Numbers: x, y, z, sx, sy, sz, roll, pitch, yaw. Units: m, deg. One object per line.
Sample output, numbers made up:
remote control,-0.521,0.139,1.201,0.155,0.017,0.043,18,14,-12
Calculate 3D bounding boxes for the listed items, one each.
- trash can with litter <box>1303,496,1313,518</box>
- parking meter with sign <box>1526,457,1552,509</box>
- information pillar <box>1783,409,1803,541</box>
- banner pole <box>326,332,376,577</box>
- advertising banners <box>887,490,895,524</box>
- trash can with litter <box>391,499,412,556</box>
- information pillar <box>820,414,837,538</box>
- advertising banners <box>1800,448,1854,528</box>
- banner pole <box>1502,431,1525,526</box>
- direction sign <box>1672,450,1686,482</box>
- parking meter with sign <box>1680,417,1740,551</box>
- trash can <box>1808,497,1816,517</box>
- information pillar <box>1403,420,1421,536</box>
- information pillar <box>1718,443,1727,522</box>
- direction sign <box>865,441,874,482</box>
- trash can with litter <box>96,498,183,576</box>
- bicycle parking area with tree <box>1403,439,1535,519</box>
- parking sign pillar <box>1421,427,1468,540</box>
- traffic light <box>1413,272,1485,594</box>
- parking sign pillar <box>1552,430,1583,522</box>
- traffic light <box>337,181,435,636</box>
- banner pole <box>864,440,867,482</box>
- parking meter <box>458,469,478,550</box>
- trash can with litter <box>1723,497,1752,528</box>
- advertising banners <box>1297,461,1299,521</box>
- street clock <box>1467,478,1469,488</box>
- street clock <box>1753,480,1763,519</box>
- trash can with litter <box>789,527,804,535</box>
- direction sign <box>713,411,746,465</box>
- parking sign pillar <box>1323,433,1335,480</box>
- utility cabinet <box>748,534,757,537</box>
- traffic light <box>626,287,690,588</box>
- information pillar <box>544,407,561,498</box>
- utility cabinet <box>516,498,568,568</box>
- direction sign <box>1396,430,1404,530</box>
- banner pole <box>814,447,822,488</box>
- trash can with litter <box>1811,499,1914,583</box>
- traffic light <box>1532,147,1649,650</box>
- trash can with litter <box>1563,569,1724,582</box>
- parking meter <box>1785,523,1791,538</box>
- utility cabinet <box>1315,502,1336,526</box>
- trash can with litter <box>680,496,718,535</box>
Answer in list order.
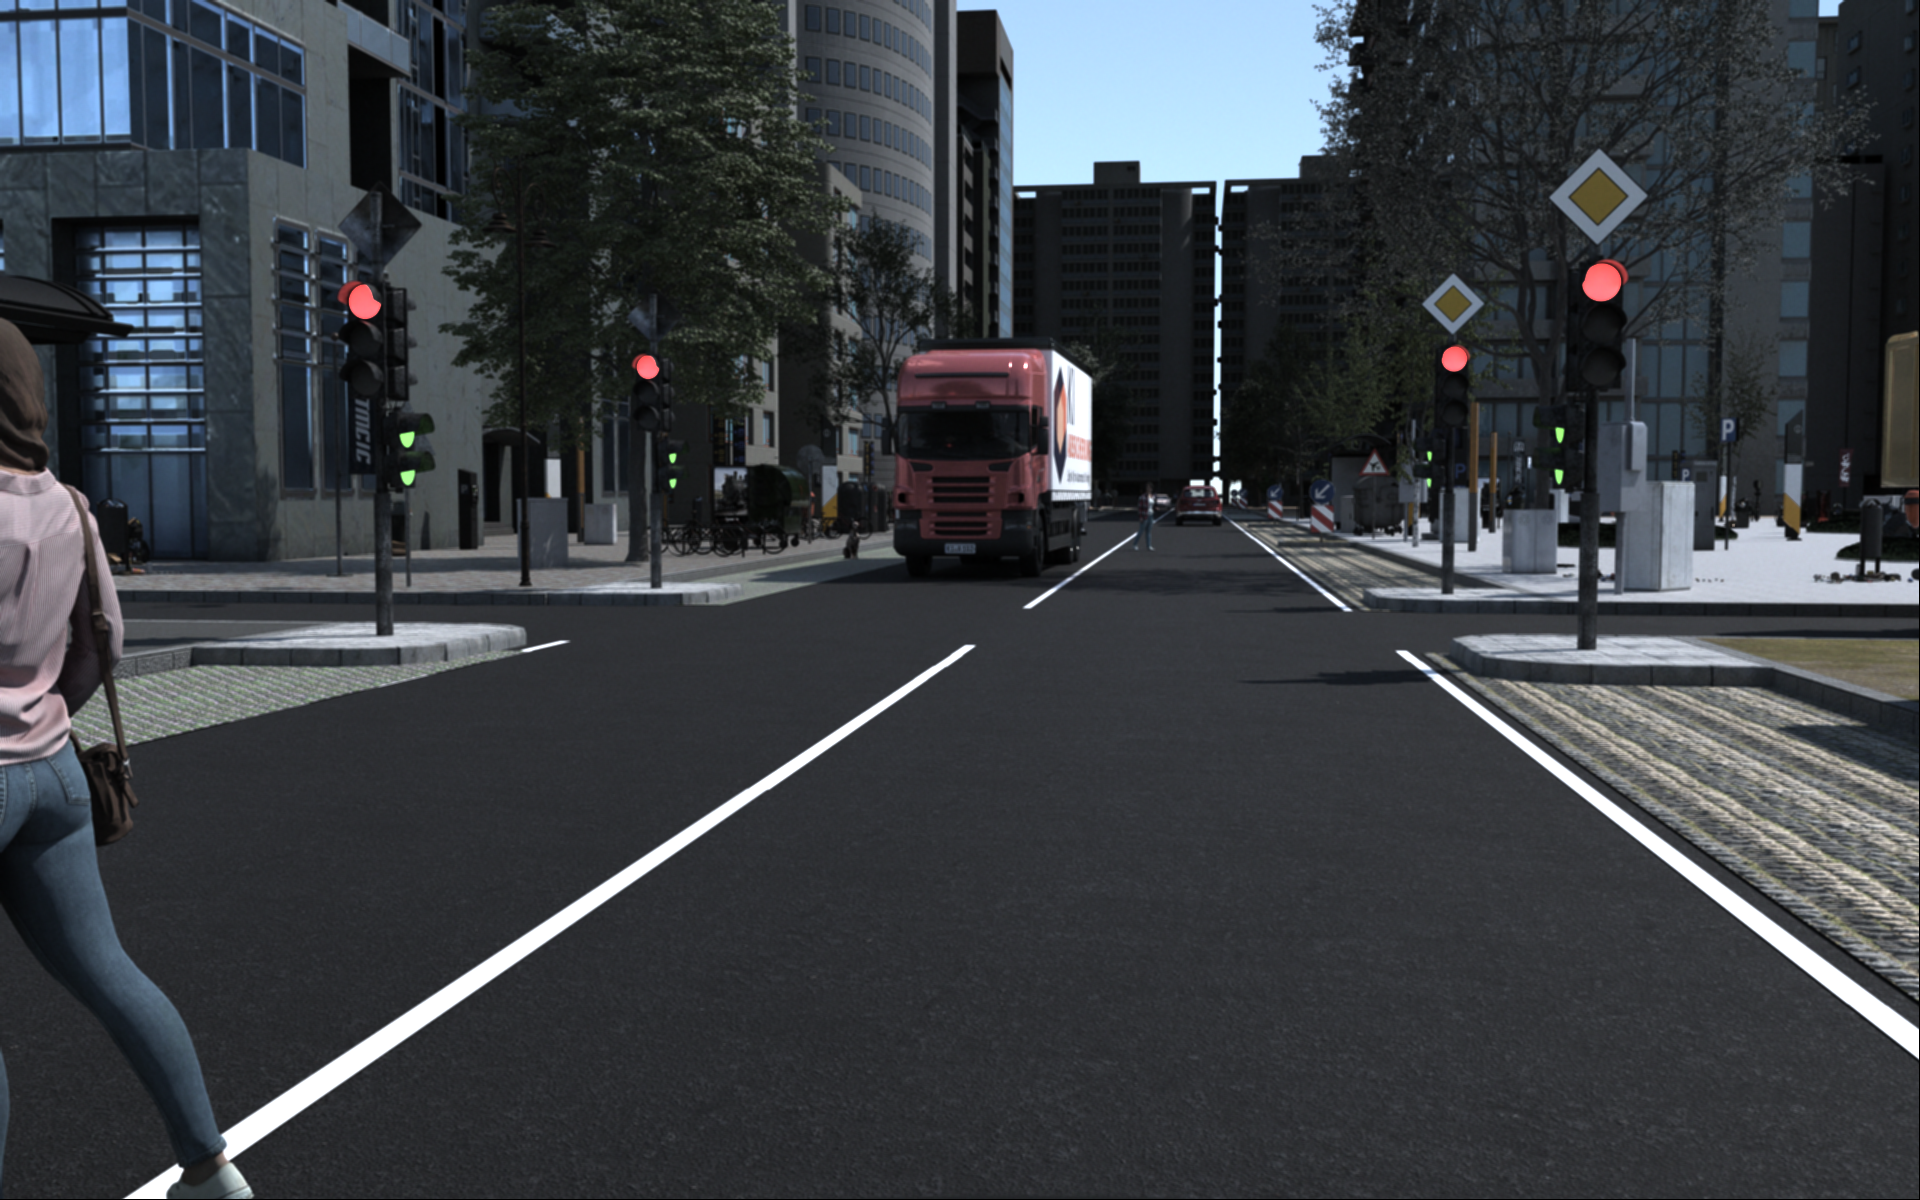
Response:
trash can with litter,18.999,-5.061,94.135,1.055,1.170,0.624,-3,5,-41
parking meter with sign,27.241,-5.154,80.523,1.738,3.016,0.543,2,4,35
information pillar,22.957,-3.447,47.715,0.504,3.616,0.183,-1,4,-9
banner pole,-9.461,-2.261,26.991,0.863,3.779,0.401,-1,4,-13
advertising banners,-2.901,-4.853,75.530,0.090,3.025,2.074,1,4,11
trash can with litter,-11.633,-1.507,36.025,0.624,1.170,1.055,-2,4,-26
information pillar,-3.833,-3.624,50.609,0.504,3.616,0.183,-2,4,-33
advertising banners,32.931,-4.276,66.092,2.074,3.025,0.090,1,4,20
banner pole,22.201,-4.852,69.349,0.863,3.779,0.401,0,4,3
direction sign,37.296,-5.991,89.947,0.876,3.537,0.379,-2,4,-23
parking meter with sign,16.775,-2.640,39.420,1.738,3.016,0.543,-1,4,-14
trash can,40.659,-4.340,82.605,0.748,1.137,0.748,0,3,0
information pillar,13.814,-3.761,52.848,0.183,3.616,0.504,-3,4,-36
information pillar,35.205,-5.415,79.891,0.504,3.616,0.183,-3,5,-41
direction sign,-3.873,-5.022,74.103,0.379,3.537,0.876,1,4,22
trash can with litter,-13.806,-1.019,27.717,2.233,1.210,1.678,1,4,14
bicycle parking area with tree,26.740,-6.336,90.592,8.231,4.147,9.016,2,4,27
parking sign pillar,13.641,-3.660,48.312,1.447,3.967,1.447,-1,4,-12
traffic light,6.241,-2.031,22.123,0.839,4.253,0.868,0,4,8
parking sign pillar,22.146,-4.538,62.673,1.447,3.967,1.447,2,4,26
traffic light,-5.203,-1.632,15.599,0.839,4.253,0.868,0,4,8
banner pole,-4.406,-5.565,80.997,0.401,3.779,0.863,0,4,5
parking meter,-11.362,-2.099,40.029,0.399,1.863,0.255,1,4,19
trash can with litter,29.166,-3.282,65.043,0.624,1.170,1.055,-2,4,-25
advertising banners,16.205,-5.317,83.117,0.090,3.025,2.074,1,4,11
street clock,23.067,-4.541,78.819,0.358,2.002,0.471,2,4,28
street clock,40.229,-5.063,87.353,0.471,2.002,0.358,-3,4,-37
trash can with litter,-5.286,-2.608,54.023,0.624,1.170,1.055,2,4,25
direction sign,-6.265,-3.367,47.045,0.876,3.537,0.379,0,4,-3
parking sign pillar,15.897,-5.271,74.658,1.447,3.967,1.447,1,4,10
utility cabinet,-6.355,-2.451,51.239,1.020,1.237,0.306,1,4,22
traffic light,-4.128,-2.116,23.512,0.839,4.253,0.868,0,4,8
information pillar,-9.669,-3.045,41.147,0.183,3.616,0.504,2,4,28
utility cabinet,-7.318,-1.175,30.371,0.306,1.237,1.020,2,4,27
direction sign,15.605,-4.256,61.579,0.379,3.537,0.876,2,4,27
banner pole,-6.434,-5.535,80.515,0.863,3.779,0.401,2,4,26
trash can with litter,13.241,-0.897,25.717,2.233,1.210,1.678,-3,4,-39
traffic light,5.165,-1.547,14.211,0.839,4.253,0.868,0,4,8
trash can with litter,10.125,-0.913,25.989,1.678,1.210,2.233,-2,4,-29
parking meter,24.561,-2.773,51.049,0.399,1.863,0.255,2,4,28
utility cabinet,14.814,-3.711,69.358,1.173,1.500,0.318,0,4,-3
trash can with litter,-8.109,-2.694,55.098,1.678,1.210,2.233,1,4,14
